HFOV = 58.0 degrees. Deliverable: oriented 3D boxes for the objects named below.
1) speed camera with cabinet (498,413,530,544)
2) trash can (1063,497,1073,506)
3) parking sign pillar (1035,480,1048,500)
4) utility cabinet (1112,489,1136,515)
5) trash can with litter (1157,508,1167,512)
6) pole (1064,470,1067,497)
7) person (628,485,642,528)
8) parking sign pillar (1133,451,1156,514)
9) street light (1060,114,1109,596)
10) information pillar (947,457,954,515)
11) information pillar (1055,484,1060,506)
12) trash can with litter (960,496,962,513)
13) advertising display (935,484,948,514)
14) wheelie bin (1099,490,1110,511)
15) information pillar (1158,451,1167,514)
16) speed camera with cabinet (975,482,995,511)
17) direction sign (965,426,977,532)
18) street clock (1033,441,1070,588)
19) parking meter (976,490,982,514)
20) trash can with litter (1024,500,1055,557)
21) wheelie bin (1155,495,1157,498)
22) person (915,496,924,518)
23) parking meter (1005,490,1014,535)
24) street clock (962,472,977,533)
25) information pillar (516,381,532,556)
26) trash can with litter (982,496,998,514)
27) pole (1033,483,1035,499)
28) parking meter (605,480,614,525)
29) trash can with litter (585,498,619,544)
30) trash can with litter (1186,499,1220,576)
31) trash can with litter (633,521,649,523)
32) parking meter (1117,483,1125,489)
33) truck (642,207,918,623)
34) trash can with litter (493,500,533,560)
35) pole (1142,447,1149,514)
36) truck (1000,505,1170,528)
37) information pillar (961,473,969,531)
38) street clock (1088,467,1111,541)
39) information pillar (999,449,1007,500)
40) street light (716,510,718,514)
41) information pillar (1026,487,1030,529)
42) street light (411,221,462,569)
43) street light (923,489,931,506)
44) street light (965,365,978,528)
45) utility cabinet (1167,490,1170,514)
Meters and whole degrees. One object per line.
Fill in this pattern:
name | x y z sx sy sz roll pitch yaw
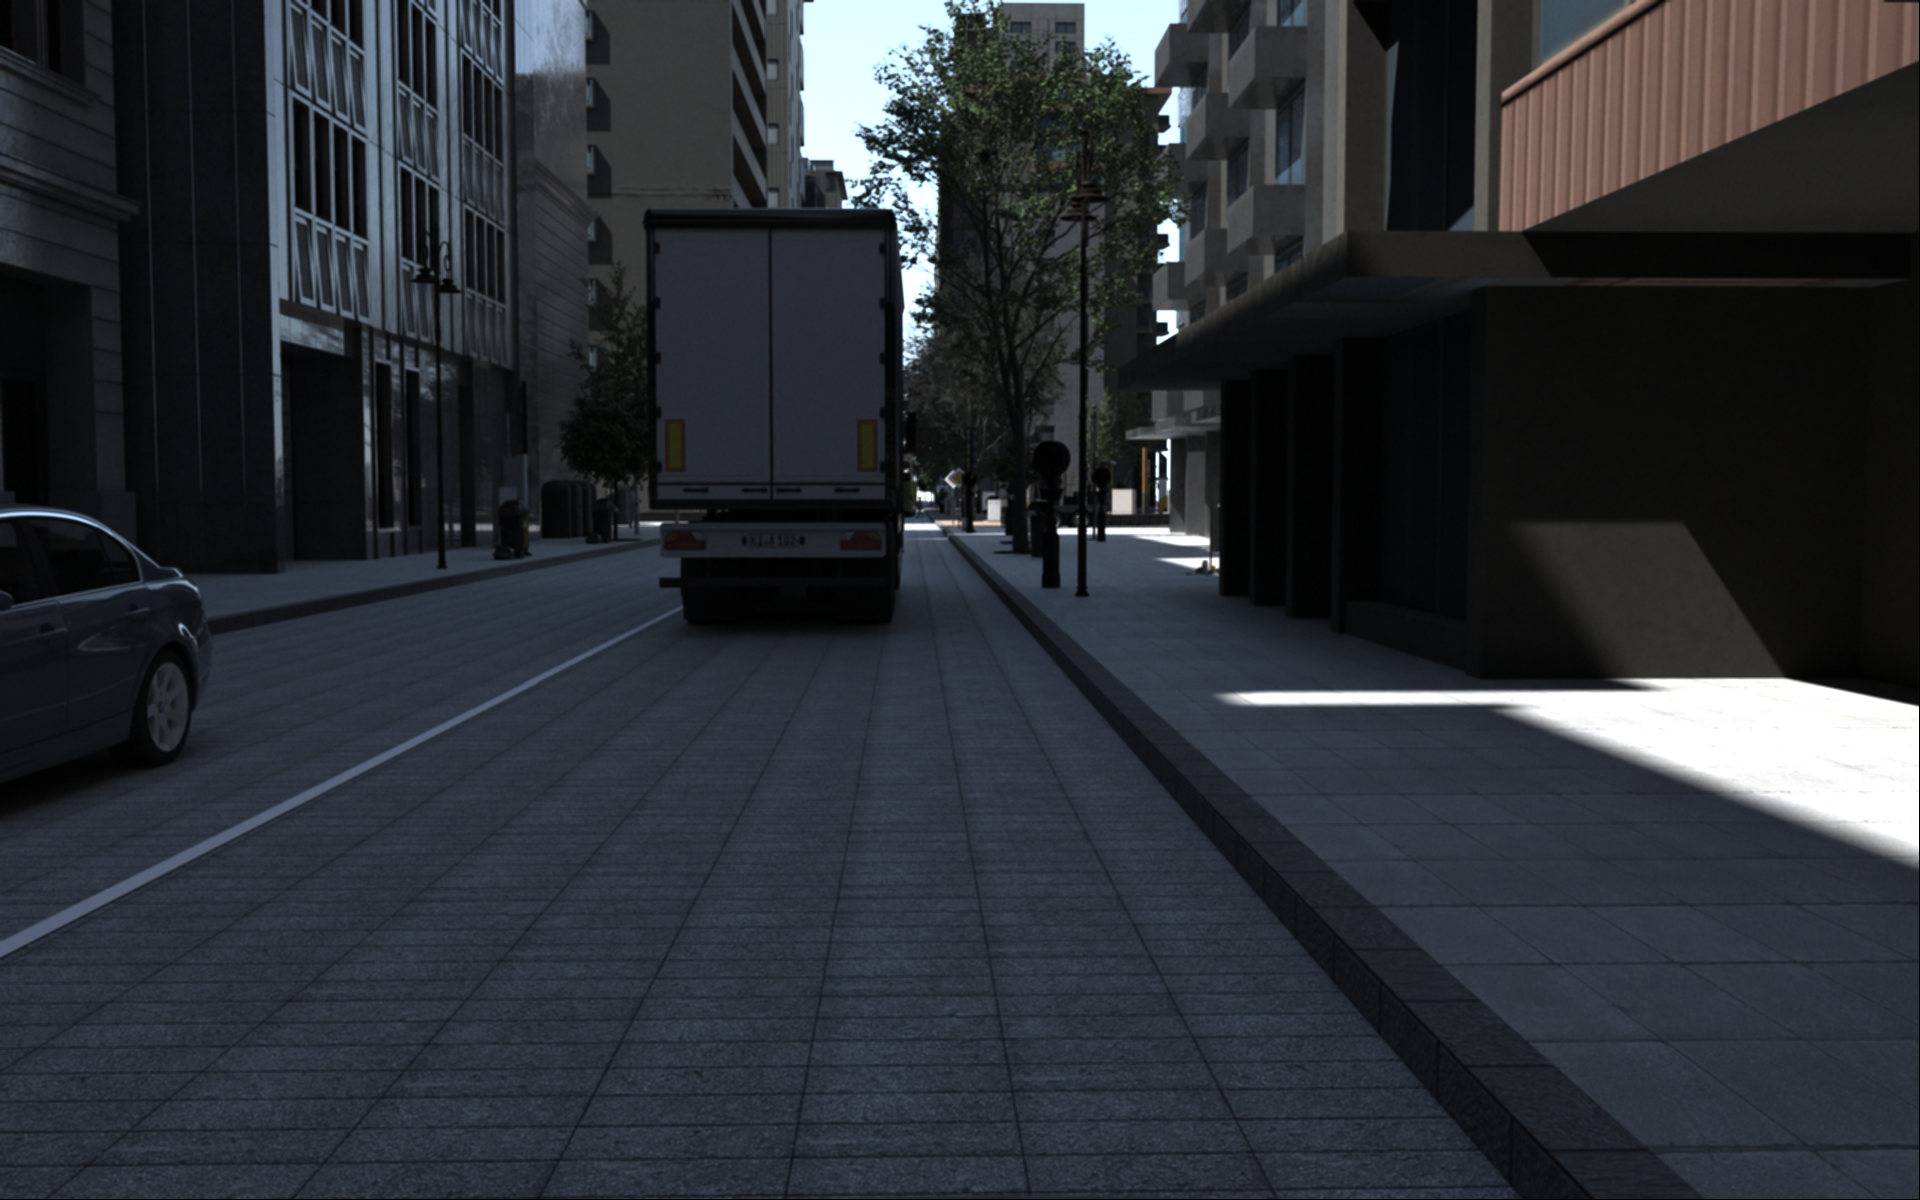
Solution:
speed camera with cabinet | -10.739 -2.897 41.694 0.660 3.252 2.038 -1 4 -10
trash can | 6.360 -5.500 101.579 0.748 1.137 0.748 0 3 0
parking sign pillar | 6.541 -9.015 135.863 1.447 3.967 1.447 -1 4 -14
utility cabinet | 7.400 -4.243 78.048 1.173 1.500 0.318 3 5 44
trash can with litter | 14.761 -6.936 124.786 1.055 1.170 0.624 -3 5 -39
pole | 8.307 -8.730 136.580 0.158 3.312 0.155 0 3 0
person | -12.602 -3.582 67.265 0.583 1.804 0.606 -1 4 -12
parking sign pillar | 11.160 -7.136 105.139 1.447 3.967 1.447 0 4 1
street light | 1.534 -2.986 21.604 0.468 5.910 1.993 0 4 -2
information pillar | -0.565 -7.051 106.637 0.504 3.616 0.183 -3 5 -43
information pillar | 5.226 -5.466 93.864 0.304 2.012 0.304 -1 4 -19
trash can with litter | 0.242 -6.401 116.044 0.624 1.170 1.055 0 4 3
advertising display | -1.162 -6.665 114.181 0.974 1.923 0.123 -1 4 -20
wheelie bin | 10.745 -7.402 128.936 0.980 1.594 0.693 3 5 42
information pillar | 10.932 -6.247 93.494 0.504 3.616 0.183 -1 4 -14
speed camera with cabinet | 1.364 -7.551 117.796 2.038 3.252 0.660 -2 4 -24
direction sign | 0.370 -4.042 58.088 0.379 3.537 0.876 2 4 26
street clock | 1.248 -1.169 23.691 0.471 2.002 0.358 2 4 32
parking meter | 1.232 -6.459 114.021 0.372 1.533 0.369 0 3 0
trash can with litter | 1.639 -1.476 35.520 0.624 1.170 1.055 0 4 4
wheelie bin | 14.586 -7.644 132.887 0.980 1.594 0.693 -1 4 -11
person | -2.409 -5.514 102.927 0.640 1.303 0.475 2 4 29
parking meter | 1.601 -2.793 54.069 0.372 1.533 0.369 0 3 0
street clock | 0.320 -3.188 56.693 0.471 2.002 0.358 0 4 -4
information pillar | -9.105 -2.733 36.036 0.183 3.616 0.504 -2 4 -31
trash can with litter | 1.755 -6.062 110.500 0.624 1.170 1.055 -3 4 -36
pole | 6.199 -9.220 144.592 0.158 3.312 0.155 0 3 0
parking meter | -14.288 -3.985 70.864 0.255 1.863 0.399 2 4 27
trash can with litter | -9.348 -2.061 45.080 0.624 1.170 1.055 1 4 10
trash can with litter | 4.707 -1.034 27.957 2.233 1.210 1.678 0 4 1
trash can with litter | -15.120 -4.042 77.150 2.233 1.210 1.678 2 4 28
parking meter | 8.586 -5.302 92.394 0.399 1.863 0.255 -3 4 -38
truck | -1.981 -2.060 22.600 2.839 4.237 11.283 0 4 -1
trash can with litter | -8.834 -1.392 34.139 0.624 1.170 1.055 0 4 0
pole | 8.083 -5.012 75.785 0.158 3.312 0.155 0 3 0
truck | 11.024 -4.754 67.490 18.799 4.110 2.967 0 4 -2
information pillar | 0.245 -3.445 60.810 0.304 2.012 0.304 -1 4 -23
street clock | 3.831 -2.590 46.919 0.471 2.002 0.358 -1 4 -16
information pillar | 2.242 -6.018 89.751 0.504 3.616 0.183 0 4 -3
street light | -10.184 -6.092 72.393 0.468 5.910 1.993 0 4 -2
information pillar | 2.276 -3.454 60.973 0.304 2.012 0.304 1 4 16
street light | -8.912 -3.476 29.621 0.468 5.910 1.993 0 4 -2
street light | -4.288 -15.311 223.121 0.468 5.910 1.993 0 4 -2
street light | 0.414 -5.482 62.425 0.468 5.910 1.993 0 4 -2
utility cabinet | 11.078 -4.820 87.488 1.173 1.500 0.318 0 4 2
